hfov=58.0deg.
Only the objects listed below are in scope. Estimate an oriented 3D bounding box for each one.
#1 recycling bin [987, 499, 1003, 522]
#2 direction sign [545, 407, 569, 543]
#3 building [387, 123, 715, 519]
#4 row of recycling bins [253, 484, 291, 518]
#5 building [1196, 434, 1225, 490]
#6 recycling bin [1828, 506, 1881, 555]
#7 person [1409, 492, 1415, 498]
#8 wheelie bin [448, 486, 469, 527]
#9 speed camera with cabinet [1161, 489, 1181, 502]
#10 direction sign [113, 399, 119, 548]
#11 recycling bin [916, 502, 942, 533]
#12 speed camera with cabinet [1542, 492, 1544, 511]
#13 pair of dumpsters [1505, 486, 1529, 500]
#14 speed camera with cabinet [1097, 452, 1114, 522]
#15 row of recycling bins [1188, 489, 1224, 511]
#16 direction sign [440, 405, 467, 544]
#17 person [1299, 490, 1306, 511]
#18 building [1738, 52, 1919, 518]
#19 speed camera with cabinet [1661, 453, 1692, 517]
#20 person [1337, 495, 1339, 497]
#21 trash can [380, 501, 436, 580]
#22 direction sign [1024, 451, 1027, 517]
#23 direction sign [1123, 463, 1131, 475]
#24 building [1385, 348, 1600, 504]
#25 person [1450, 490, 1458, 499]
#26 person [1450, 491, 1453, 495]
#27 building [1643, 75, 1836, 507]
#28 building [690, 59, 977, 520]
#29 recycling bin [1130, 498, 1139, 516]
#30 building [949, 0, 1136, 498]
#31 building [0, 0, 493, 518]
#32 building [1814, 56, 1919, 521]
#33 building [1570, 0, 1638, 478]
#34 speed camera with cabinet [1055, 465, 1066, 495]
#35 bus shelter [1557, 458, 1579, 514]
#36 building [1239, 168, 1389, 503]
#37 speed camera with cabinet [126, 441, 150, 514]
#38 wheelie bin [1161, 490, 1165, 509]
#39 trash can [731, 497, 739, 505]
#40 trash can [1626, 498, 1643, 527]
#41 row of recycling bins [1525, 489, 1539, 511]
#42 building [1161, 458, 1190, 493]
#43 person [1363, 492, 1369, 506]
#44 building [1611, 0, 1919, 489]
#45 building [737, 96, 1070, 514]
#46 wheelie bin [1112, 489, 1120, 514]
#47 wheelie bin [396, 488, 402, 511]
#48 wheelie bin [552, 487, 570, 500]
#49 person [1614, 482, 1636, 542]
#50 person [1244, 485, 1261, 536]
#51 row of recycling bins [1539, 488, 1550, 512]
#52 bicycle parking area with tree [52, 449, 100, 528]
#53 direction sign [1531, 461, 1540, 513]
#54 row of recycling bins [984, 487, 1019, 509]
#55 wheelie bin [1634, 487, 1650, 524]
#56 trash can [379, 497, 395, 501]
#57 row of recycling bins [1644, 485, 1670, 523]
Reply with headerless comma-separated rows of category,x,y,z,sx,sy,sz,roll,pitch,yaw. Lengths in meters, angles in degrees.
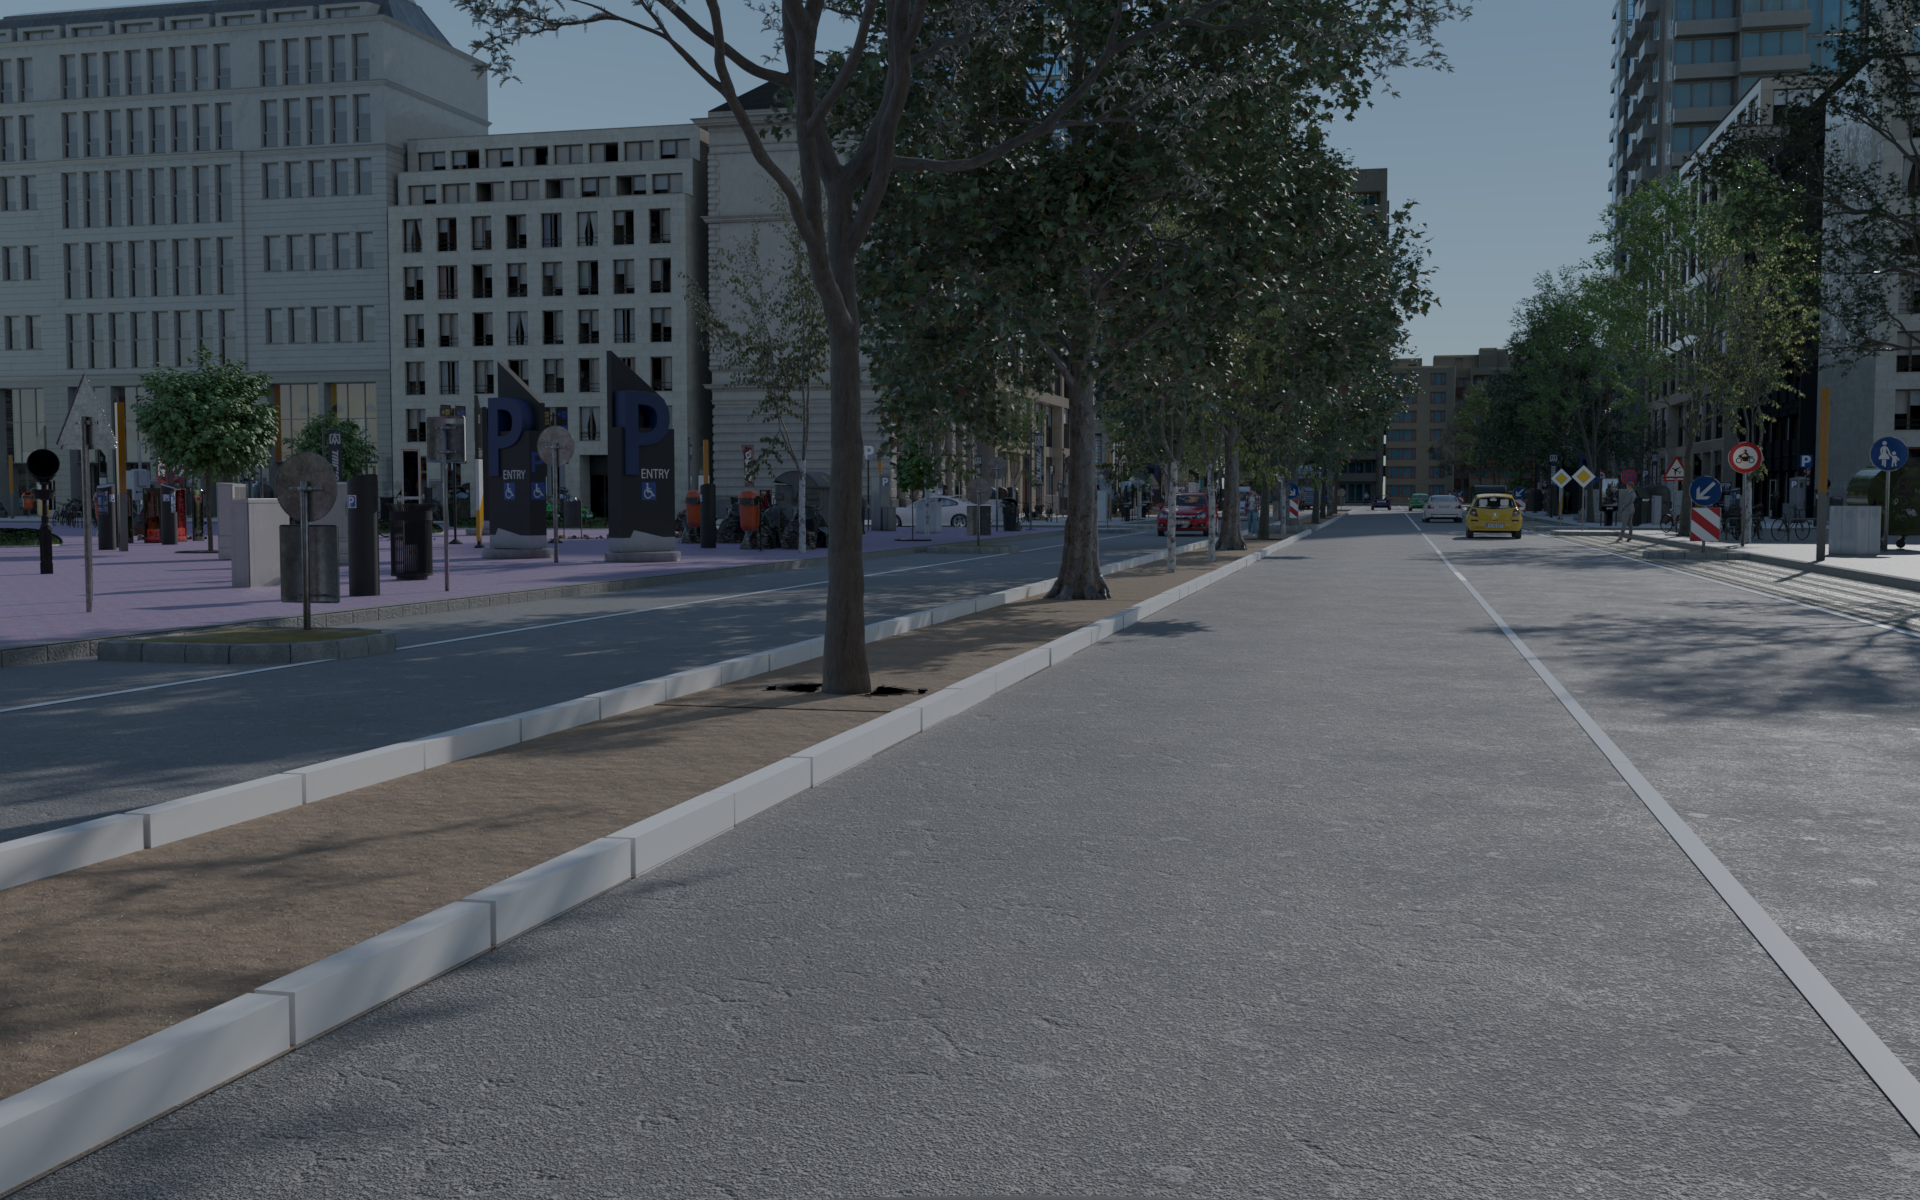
recycling bin,1.658,-4.192,81.099,0.722,1.027,0.722,2,4,29
direction sign,-10.573,-3.250,45.133,0.876,3.537,0.379,1,4,21
building,-20.764,-14.678,94.736,16.860,20.320,10.420,1,4,14
row of recycling bins,-26.770,-3.854,70.128,3.534,1.692,1.069,-1,4,-10
building,23.970,-38.808,254.126,30.456,49.044,23.786,1,4,14
recycling bin,18.941,-1.475,36.669,0.722,1.027,0.722,-1,4,-20
person,54.294,-12.122,207.421,0.721,1.735,1.217,-3,4,-36
wheelie bin,-19.729,-3.679,68.068,0.980,1.594,0.693,1,4,20
speed camera with cabinet,14.197,-7.655,119.498,2.038,3.252,0.660,2,4,24
direction sign,-20.205,-3.027,41.493,0.379,3.537,0.876,-2,4,-28
recycling bin,-1.026,-2.705,56.773,0.722,1.027,0.722,1,4,13
speed camera with cabinet,45.905,-8.558,134.264,2.038,3.252,0.660,1,4,23
pair of dumpsters,43.928,-8.205,136.638,1.574,2.255,4.437,1,4,14
speed camera with cabinet,6.719,-5.268,80.474,0.660,3.252,2.038,1,4,16
row of recycling bins,19.084,-7.722,133.364,3.534,1.692,1.069,3,5,39
direction sign,-12.914,-3.194,44.227,0.379,3.537,0.876,2,4,27
person,28.336,-8.236,143.338,0.592,1.802,0.473,-1,4,-9
building,51.033,-16.214,94.782,12.332,23.373,15.834,1,4,14
speed camera with cabinet,34.446,-5.438,83.251,0.660,3.252,2.038,0,4,-5
person,47.315,-12.735,216.585,0.709,1.838,0.599,3,4,37
trash can,-8.221,-0.875,25.955,0.748,1.137,0.748,0,3,0
direction sign,3.485,-6.093,91.612,0.379,3.537,0.876,0,4,-4
direction sign,12.081,-8.107,124.541,0.876,3.537,0.379,2,4,35
building,75.057,-24.435,244.550,28.899,21.520,27.650,1,4,14
person,47.164,-9.609,165.591,1.348,1.826,0.705,-2,4,-27
person,54.488,-11.175,191.884,0.621,1.740,0.551,0,4,-1
building,59.568,-19.190,118.279,19.350,26.468,34.151,1,4,14
building,-5.802,-16.319,95.700,11.050,23.489,19.941,1,4,14
recycling bin,10.430,-5.444,101.558,0.722,1.027,0.722,-2,4,-26
building,6.015,-52.063,163.902,22.319,86.520,31.000,1,4,14
building,-43.401,-19.765,100.646,29.804,29.767,11.434,1,4,14
building,48.922,-13.626,77.541,16.860,20.320,10.420,1,4,14
building,77.156,-53.125,181.267,22.319,86.520,31.000,1,4,14
speed camera with cabinet,6.842,-7.528,117.415,0.660,3.252,2.038,0,4,-4
bus shelter,39.056,-7.355,111.539,1.731,3.624,6.357,1,4,14
building,49.766,-38.099,246.625,21.600,48.544,21.300,1,4,14
speed camera with cabinet,-30.218,-4.317,64.926,0.660,3.252,2.038,2,4,29
wheelie bin,16.006,-7.901,137.089,0.693,1.594,0.980,-2,4,-25
trash can,-18.438,-8.129,144.567,0.748,1.137,0.748,0,3,0
trash can,26.709,-3.488,68.681,0.748,1.137,0.748,0,3,0
row of recycling bins,42.948,-7.488,129.536,1.069,1.692,3.534,1,4,11
building,10.896,-21.741,200.507,28.899,21.520,27.650,1,4,14
person,50.822,-12.688,216.879,0.436,1.711,0.756,-2,4,-31
building,70.458,-32.573,152.180,23.786,49.044,30.456,1,4,14
building,-3.102,-19.513,123.550,19.350,26.468,34.151,1,4,14
wheelie bin,9.704,-6.272,110.461,0.693,1.594,0.980,0,4,6
wheelie bin,-25.613,-4.418,80.150,0.693,1.594,0.980,1,4,15
wheelie bin,-18.454,-4.420,80.182,0.693,1.594,0.980,3,4,36
person,19.887,-2.631,51.790,0.573,1.790,0.520,1,4,22
person,9.895,-3.007,58.496,0.563,1.720,0.643,2,4,24
row of recycling bins,42.930,-7.214,125.069,1.069,1.692,3.534,1,4,8
bicycle parking area with tree,-36.092,-4.875,66.715,8.231,4.147,9.016,-1,4,-18
direction sign,39.230,-7.709,118.036,0.379,3.537,0.876,-1,4,-19
row of recycling bins,1.911,-5.367,94.869,1.069,1.692,3.534,3,5,42
wheelie bin,29.216,-4.079,74.606,0.980,1.594,0.693,-3,4,-36
trash can,-26.567,-4.200,80.330,0.748,1.137,0.748,0,3,0
row of recycling bins,30.944,-4.291,77.271,1.069,1.692,3.534,1,4,14
